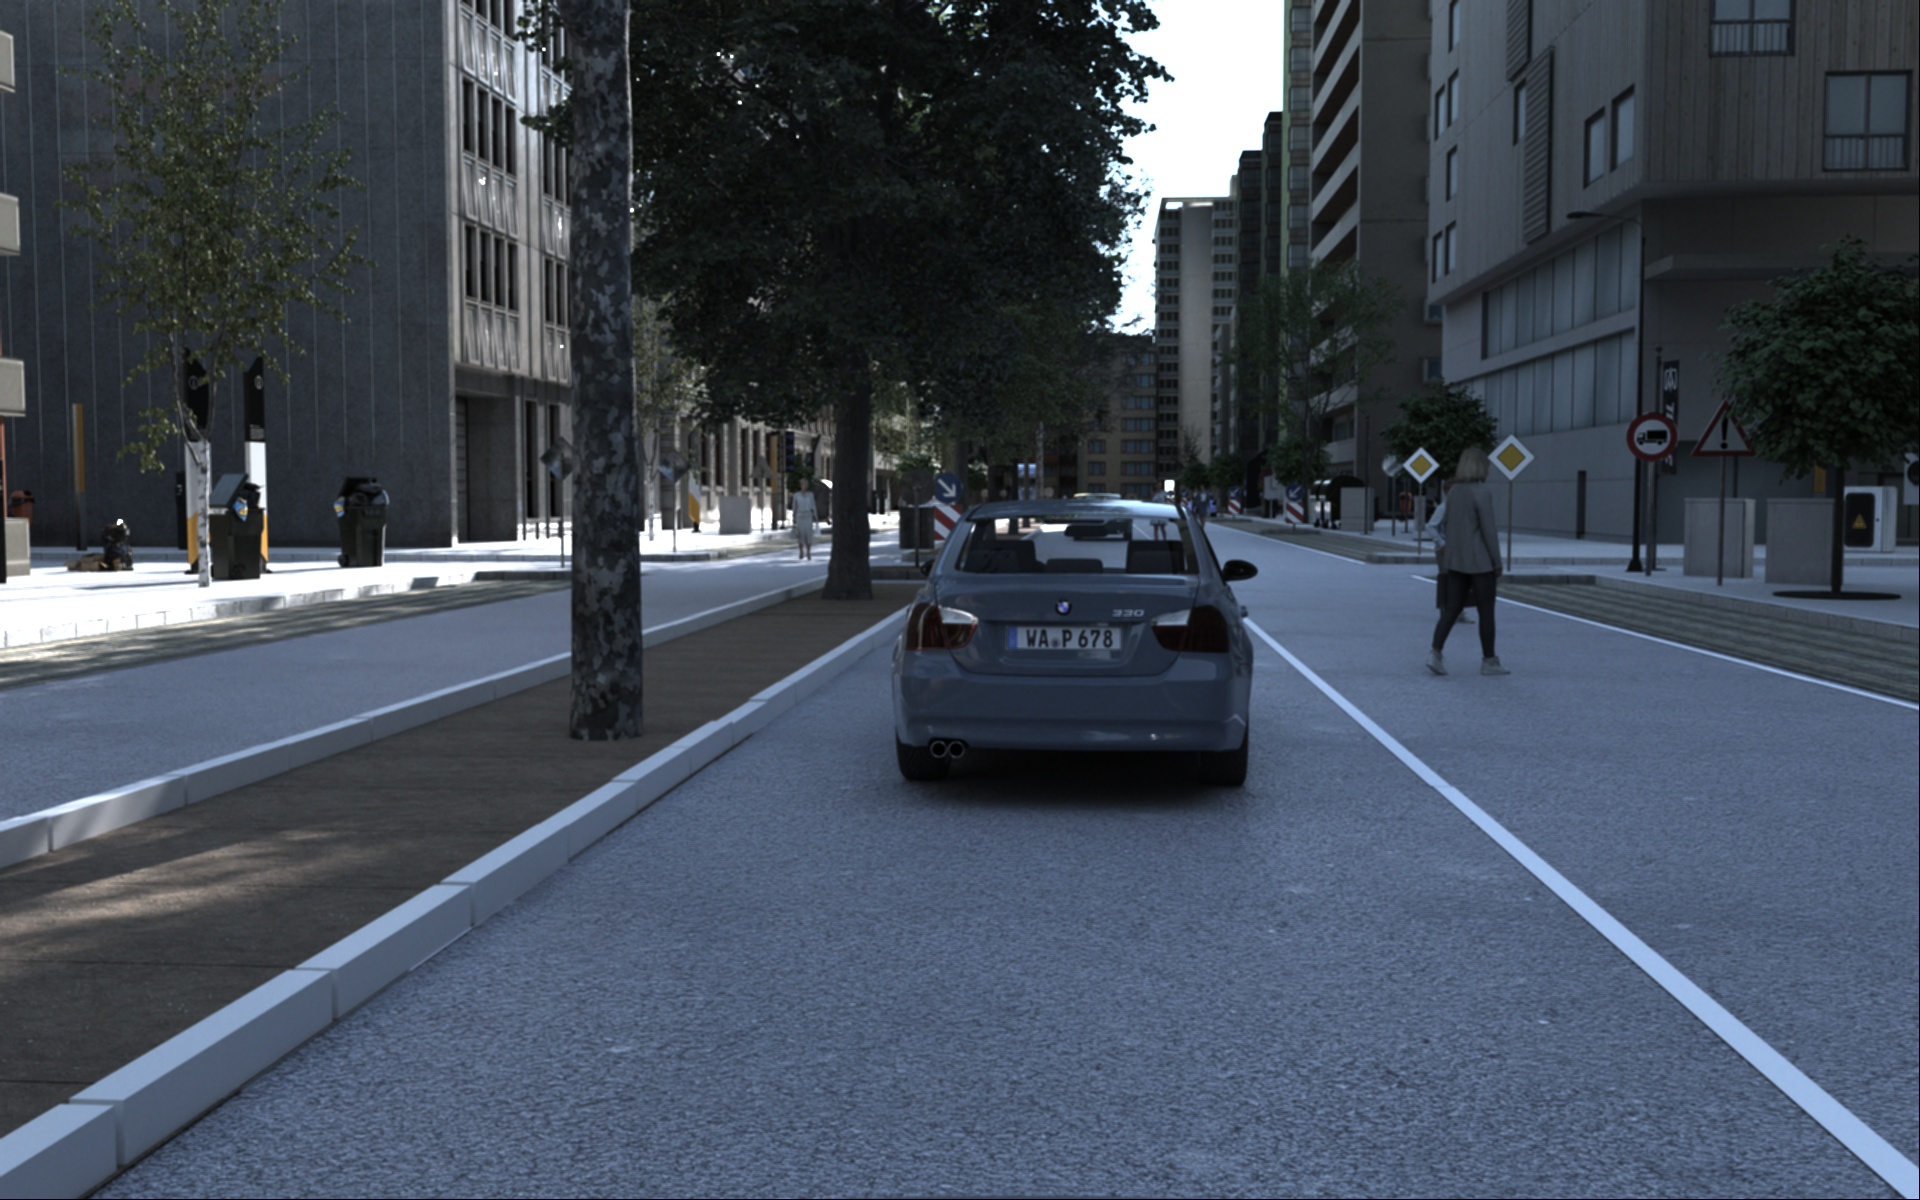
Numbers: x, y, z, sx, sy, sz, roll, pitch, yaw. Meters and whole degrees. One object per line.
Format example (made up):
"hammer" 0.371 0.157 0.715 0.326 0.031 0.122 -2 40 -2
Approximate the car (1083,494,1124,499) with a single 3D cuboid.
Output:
"car" 4.517 -2.624 54.701 2.131 1.459 4.920 0 4 5

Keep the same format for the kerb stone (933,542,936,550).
"kerb stone" -0.765 -1.318 43.771 0.120 0.150 1.000 0 4 5

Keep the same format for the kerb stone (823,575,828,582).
"kerb stone" -2.109 -0.279 26.808 0.120 0.150 1.000 0 4 5

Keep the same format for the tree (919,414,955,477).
"tree" -1.462 -11.103 131.901 4.737 8.622 4.395 0 3 0

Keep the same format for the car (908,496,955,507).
"car" -0.934 -3.360 67.292 2.083 1.381 4.827 0 4 5

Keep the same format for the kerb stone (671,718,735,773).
"kerb stone" -1.385 0.789 9.293 0.120 0.150 1.000 0 4 5

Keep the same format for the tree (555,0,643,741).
"tree" -3.222 -9.308 10.529 12.611 20.169 13.585 0 3 0

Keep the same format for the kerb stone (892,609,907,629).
"kerb stone" -0.660 0.227 18.478 0.120 0.150 1.000 0 4 5

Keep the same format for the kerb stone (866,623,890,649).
"kerb stone" -0.813 0.352 16.433 0.120 0.150 1.000 0 4 5

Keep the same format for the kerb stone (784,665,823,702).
"kerb stone" -1.137 0.603 12.349 0.120 0.150 1.000 0 4 5

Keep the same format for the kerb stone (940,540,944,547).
"kerb stone" -0.604 -1.444 45.812 0.120 0.150 1.000 0 4 5

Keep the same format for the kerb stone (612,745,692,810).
"kerb stone" -1.467 0.851 8.275 0.120 0.150 1.000 0 4 5

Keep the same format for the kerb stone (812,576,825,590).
"kerb stone" -2.189 -0.220 25.787 0.120 0.150 1.000 0 4 5

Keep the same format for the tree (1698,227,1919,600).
"tree" 10.902 -2.317 21.605 4.285 4.588 4.351 0 3 0

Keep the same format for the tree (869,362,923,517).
"tree" -3.932 -8.900 95.882 4.360 8.622 3.978 0 3 0

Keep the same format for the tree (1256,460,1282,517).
"tree" 17.239 -6.307 97.727 1.663 3.219 1.824 0 3 0

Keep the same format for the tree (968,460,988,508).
"tree" 1.932 -11.887 178.058 4.285 4.588 4.351 0 3 0

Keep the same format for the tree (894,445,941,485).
"tree" -2.825 -7.889 112.703 4.285 4.588 4.351 0 3 0

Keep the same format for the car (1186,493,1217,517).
"car" 15.199 -6.067 108.787 1.945 1.707 3.694 0 4 4

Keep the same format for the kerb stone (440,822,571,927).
"kerb stone" -1.621 0.976 6.230 0.120 0.150 1.000 0 4 5

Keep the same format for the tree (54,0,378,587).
"tree" -10.407 -4.499 23.918 4.737 8.622 4.395 0 3 0

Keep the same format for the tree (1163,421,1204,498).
"tree" 22.857 -13.782 175.705 4.360 8.622 3.978 0 3 0

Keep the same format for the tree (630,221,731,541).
"tree" -8.298 -5.887 46.620 4.360 8.622 3.978 0 3 0

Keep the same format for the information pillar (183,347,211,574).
"information pillar" -12.237 -2.229 27.793 0.183 3.616 0.504 1 4 17

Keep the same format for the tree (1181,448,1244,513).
"tree" 18.477 -8.344 120.134 4.285 4.588 4.351 0 3 0

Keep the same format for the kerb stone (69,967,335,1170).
"kerb stone" -1.790 1.102 4.171 0.120 0.150 1.000 0 4 5

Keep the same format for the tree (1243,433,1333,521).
"tree" 16.195 -6.079 83.108 4.285 4.588 4.351 0 3 0

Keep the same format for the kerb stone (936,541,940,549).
"kerb stone" -0.686 -1.382 44.793 0.120 0.150 1.000 0 4 5

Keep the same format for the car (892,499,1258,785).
"car" 0.706 0.130 9.885 2.014 1.417 4.499 0 4 6

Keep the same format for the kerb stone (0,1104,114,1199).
"kerb stone" -1.872 1.165 3.144 0.120 0.150 1.000 0 4 5

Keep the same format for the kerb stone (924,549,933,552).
"kerb stone" -0.846 -1.257 42.750 0.120 0.150 1.000 0 4 5

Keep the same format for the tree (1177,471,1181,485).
"tree" 21.209 -10.446 154.509 4.285 4.588 4.351 0 3 0

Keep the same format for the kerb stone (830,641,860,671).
"kerb stone" -0.976 0.477 14.393 0.120 0.150 1.000 0 4 5

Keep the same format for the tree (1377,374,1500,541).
"tree" 13.216 -3.911 47.662 4.285 4.588 4.351 0 3 0

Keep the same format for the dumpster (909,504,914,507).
"dumpster" -2.868 -6.383 106.862 1.502 2.255 1.985 0 4 4

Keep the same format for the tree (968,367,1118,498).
"tree" 4.549 -9.724 95.863 8.767 10.594 7.601 0 4 5

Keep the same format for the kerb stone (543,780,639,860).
"kerb stone" -1.545 0.920 7.250 0.120 0.150 1.000 0 4 5

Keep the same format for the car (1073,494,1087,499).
"car" 6.239 -4.610 85.595 2.015 1.641 3.980 0 4 6

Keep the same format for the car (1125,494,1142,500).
"car" 18.129 -10.520 182.223 2.015 1.641 3.980 0 4 5

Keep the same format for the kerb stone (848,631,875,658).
"kerb stone" -0.903 0.415 15.412 0.120 0.150 1.000 0 4 5

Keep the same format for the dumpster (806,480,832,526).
"dumpster" -5.759 -3.985 70.914 1.264 1.857 1.865 0 4 5

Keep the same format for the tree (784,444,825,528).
"tree" -6.211 -4.355 65.800 1.663 3.219 1.824 0 3 0

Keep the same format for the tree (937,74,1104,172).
"tree" 0.904 -8.348 49.321 12.009 13.543 11.850 0 3 0

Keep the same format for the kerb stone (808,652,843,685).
"kerb stone" -1.058 0.540 13.370 0.120 0.150 1.000 0 4 5

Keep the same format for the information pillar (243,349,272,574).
"information pillar" -11.260 -2.223 27.701 0.183 3.616 0.504 0 4 6

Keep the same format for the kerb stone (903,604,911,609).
"kerb stone" -0.577 0.167 19.496 0.120 0.150 1.000 0 4 5

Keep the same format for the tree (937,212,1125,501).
"tree" 1.978 -8.083 60.376 9.928 11.665 9.643 0 3 0

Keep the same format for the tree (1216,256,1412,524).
"tree" 15.072 -9.099 74.521 9.928 11.665 9.643 0 3 0

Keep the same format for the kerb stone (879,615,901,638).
"kerb stone" -0.737 0.290 17.452 0.120 0.150 1.000 0 4 5

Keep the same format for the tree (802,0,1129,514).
"tree" -0.046 -7.277 39.565 7.486 12.596 7.792 0 3 0

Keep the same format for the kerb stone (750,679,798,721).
"kerb stone" -1.222 0.665 11.331 0.120 0.150 1.000 0 4 5

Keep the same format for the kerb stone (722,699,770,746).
"kerb stone" -1.300 0.740 10.312 0.120 0.150 1.000 0 4 5

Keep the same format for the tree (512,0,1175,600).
"tree" -1.524 -6.977 23.186 9.857 13.997 8.962 0 3 0

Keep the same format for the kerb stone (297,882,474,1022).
"kerb stone" -1.707 1.043 5.198 0.120 0.150 1.000 0 4 5

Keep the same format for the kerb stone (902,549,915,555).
"kerb stone" -1.169 -1.006 38.641 0.120 0.150 1.000 0 4 5

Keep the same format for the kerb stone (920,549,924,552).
"kerb stone" -1.012 -1.132 40.696 0.120 0.150 1.000 0 4 5
